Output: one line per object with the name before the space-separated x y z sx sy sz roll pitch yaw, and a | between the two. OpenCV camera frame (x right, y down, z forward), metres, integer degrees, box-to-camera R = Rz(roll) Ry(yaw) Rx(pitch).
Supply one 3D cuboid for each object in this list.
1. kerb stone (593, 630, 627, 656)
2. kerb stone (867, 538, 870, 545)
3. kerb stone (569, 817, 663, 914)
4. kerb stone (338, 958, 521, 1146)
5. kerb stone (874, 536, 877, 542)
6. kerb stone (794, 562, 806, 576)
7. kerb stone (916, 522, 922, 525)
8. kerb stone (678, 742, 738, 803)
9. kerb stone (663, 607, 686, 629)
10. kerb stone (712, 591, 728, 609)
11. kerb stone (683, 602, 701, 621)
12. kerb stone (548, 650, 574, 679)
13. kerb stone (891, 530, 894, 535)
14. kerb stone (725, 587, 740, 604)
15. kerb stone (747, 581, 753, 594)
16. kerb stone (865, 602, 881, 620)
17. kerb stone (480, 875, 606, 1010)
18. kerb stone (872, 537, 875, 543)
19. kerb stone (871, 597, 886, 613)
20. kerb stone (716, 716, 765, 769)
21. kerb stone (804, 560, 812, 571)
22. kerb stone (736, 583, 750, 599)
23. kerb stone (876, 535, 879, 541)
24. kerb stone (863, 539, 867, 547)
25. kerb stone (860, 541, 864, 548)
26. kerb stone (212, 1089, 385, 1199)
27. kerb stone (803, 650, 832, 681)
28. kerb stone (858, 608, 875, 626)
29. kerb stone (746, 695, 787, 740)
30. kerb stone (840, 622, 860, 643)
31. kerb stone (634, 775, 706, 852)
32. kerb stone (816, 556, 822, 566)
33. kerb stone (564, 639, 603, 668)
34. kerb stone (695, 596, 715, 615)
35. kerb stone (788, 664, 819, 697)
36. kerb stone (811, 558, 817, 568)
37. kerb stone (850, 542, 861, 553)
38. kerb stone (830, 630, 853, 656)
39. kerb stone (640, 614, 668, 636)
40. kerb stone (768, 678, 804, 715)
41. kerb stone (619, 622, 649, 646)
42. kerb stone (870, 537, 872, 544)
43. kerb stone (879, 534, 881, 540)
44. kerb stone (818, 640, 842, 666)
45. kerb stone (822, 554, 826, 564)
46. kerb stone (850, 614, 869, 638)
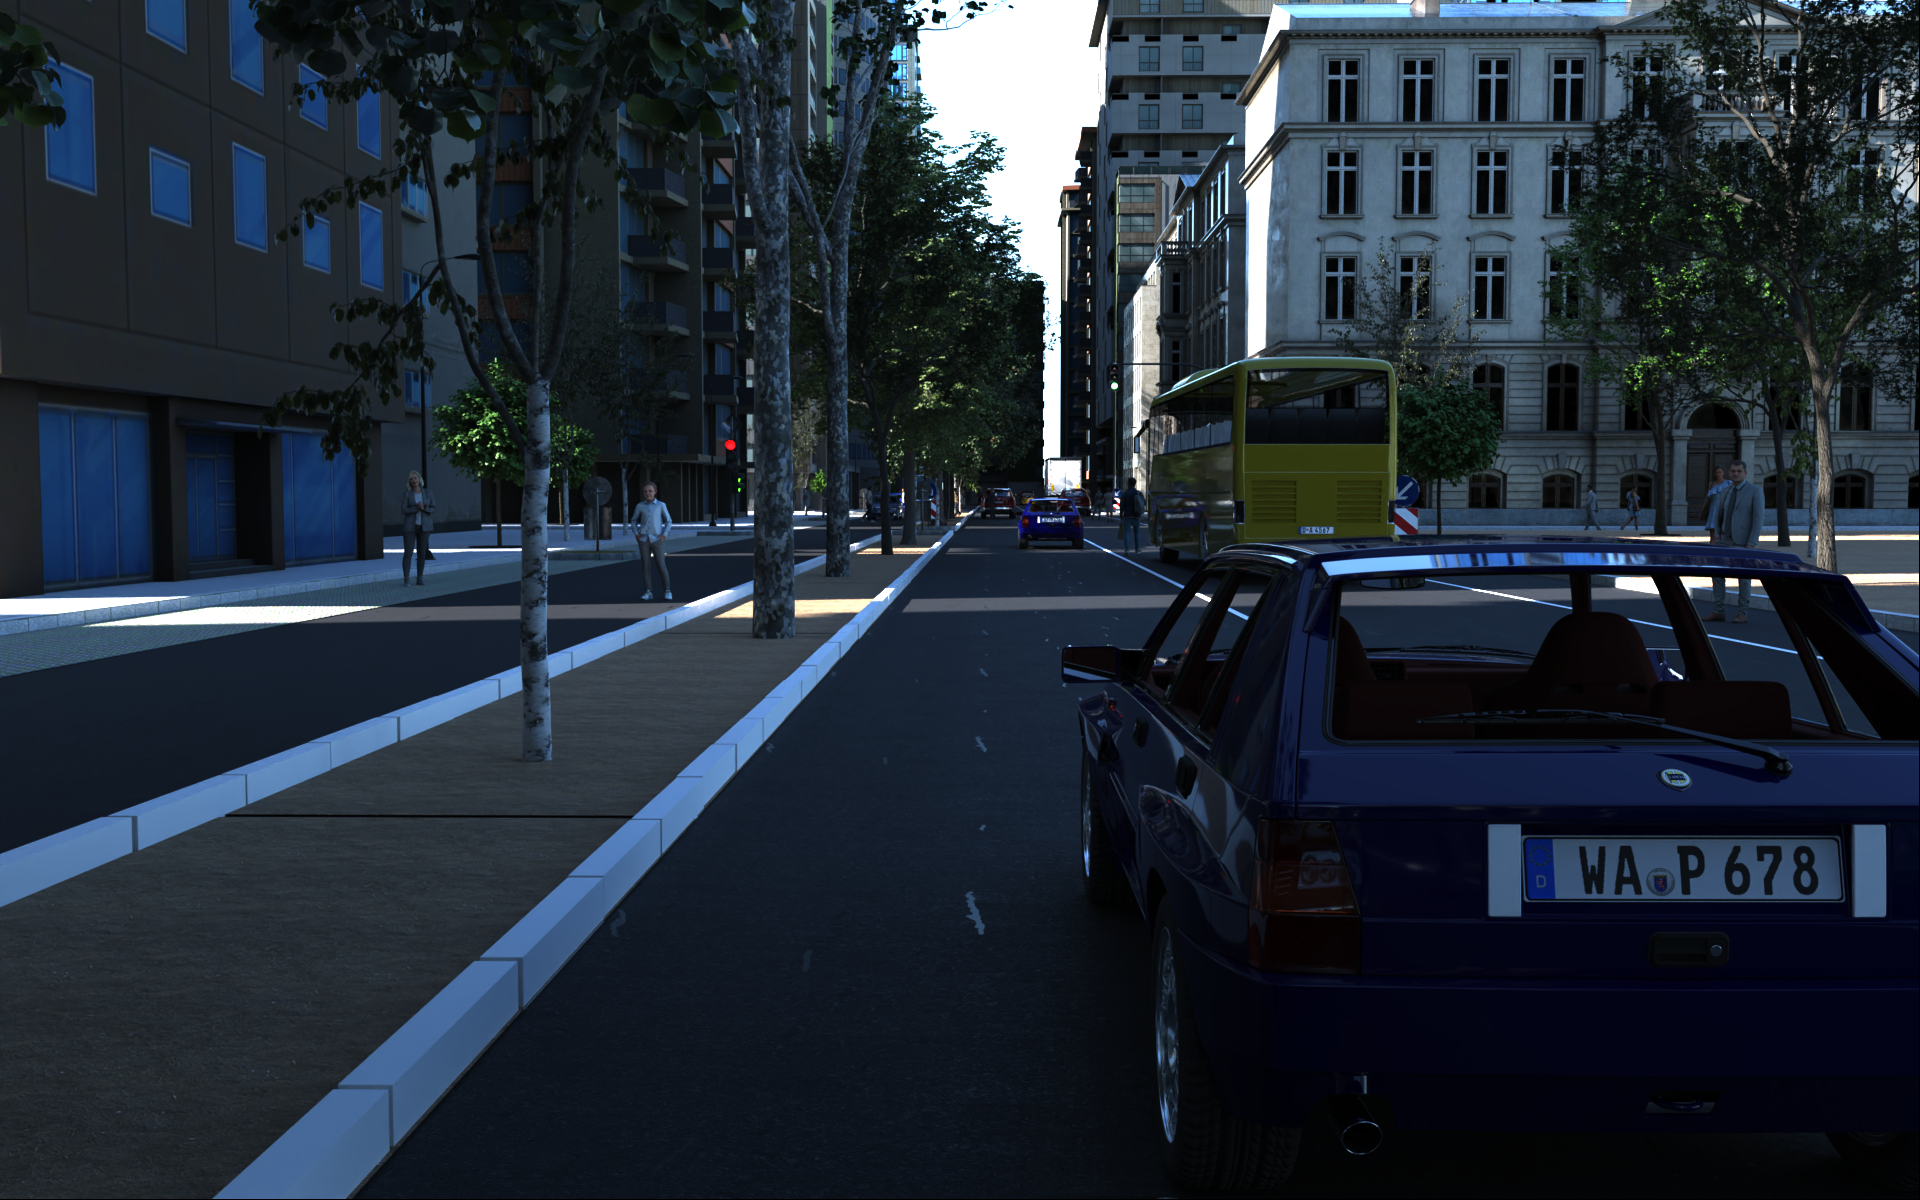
kerb stone | -3.193 0.403 15.602 0.120 0.150 1.000 0 4 1
kerb stone | -2.628 -1.541 47.391 0.120 0.150 1.000 0 4 1
kerb stone | -1.249 0.971 6.324 0.120 0.150 1.000 0 4 1
kerb stone | -1.286 1.099 4.273 0.120 0.150 1.000 0 4 1
kerb stone | -2.583 -1.725 50.460 0.120 0.150 1.000 0 4 1
kerb stone | -2.921 -0.537 30.971 0.120 0.150 1.000 0 4 1
kerb stone | -1.973 -3.828 84.780 0.120 0.150 1.000 0 4 1
kerb stone | -1.220 0.845 8.376 0.120 0.150 1.000 0 4 1
kerb stone | -3.131 0.215 18.679 0.120 0.150 1.000 0 4 1
kerb stone | -3.080 0.027 21.749 0.120 0.150 1.000 0 4 1
kerb stone | -3.115 0.156 19.701 0.120 0.150 1.000 0 4 1
kerb stone | -3.222 0.531 13.547 0.120 0.150 1.000 0 4 1
kerb stone | -2.403 -2.352 60.688 0.120 0.150 1.000 0 4 1
kerb stone | -3.064 -0.035 22.771 0.120 0.150 1.000 0 4 1
kerb stone | -3.030 -0.161 24.829 0.120 0.150 1.000 0 4 1
kerb stone | -1.018 0.157 19.628 0.120 0.150 1.000 0 4 1
kerb stone | -1.262 1.034 5.302 0.120 0.150 1.000 0 4 1
kerb stone | -2.597 -1.666 49.438 0.120 0.150 1.000 0 4 1
kerb stone | -1.000 0.097 20.651 0.120 0.150 1.000 0 4 1
kerb stone | -1.196 0.783 9.397 0.120 0.150 1.000 0 4 1
kerb stone | -2.902 -0.599 31.993 0.120 0.150 1.000 0 4 1
kerb stone | -3.046 -0.098 23.793 0.120 0.150 1.000 0 4 1
kerb stone | -2.563 -1.788 51.481 0.120 0.150 1.000 0 4 1
kerb stone | -2.653 -1.478 46.362 0.120 0.150 1.000 0 4 1
kerb stone | -2.671 -1.415 45.329 0.120 0.150 1.000 0 4 1
kerb stone | -1.304 1.164 3.252 0.120 0.150 1.000 0 4 1
kerb stone | -1.125 0.532 13.492 0.120 0.150 1.000 0 4 1
kerb stone | -1.036 0.220 18.606 0.120 0.150 1.000 0 4 1
kerb stone | -1.177 0.722 10.424 0.120 0.150 1.000 0 4 1
kerb stone | -1.074 0.345 16.559 0.120 0.150 1.000 0 4 1
kerb stone | -1.229 0.908 7.345 0.120 0.150 1.000 0 4 1
kerb stone | -2.863 -0.724 34.041 0.120 0.150 1.000 0 4 1
kerb stone | -3.201 0.466 14.580 0.120 0.150 1.000 0 4 1
kerb stone | -3.097 0.090 20.722 0.120 0.150 1.000 0 4 1
kerb stone | -1.143 0.601 12.468 0.120 0.150 1.000 0 4 1
kerb stone | -2.882 -0.662 33.019 0.120 0.150 1.000 0 4 1
kerb stone | -2.685 -1.349 44.301 0.120 0.150 1.000 0 4 1
kerb stone | -1.086 0.407 15.537 0.120 0.150 1.000 0 4 1
kerb stone | -3.159 0.278 17.649 0.120 0.150 1.000 0 4 1
kerb stone | -1.164 0.659 11.446 0.120 0.150 1.000 0 4 1
kerb stone | -3.168 0.343 16.624 0.120 0.150 1.000 0 4 1
kerb stone | -2.613 -1.604 48.416 0.120 0.150 1.000 0 4 1
kerb stone | -2.550 -1.852 52.503 0.120 0.150 1.000 0 4 1
kerb stone | -1.114 0.474 14.516 0.120 0.150 1.000 0 4 1
kerb stone | -2.845 -0.787 35.064 0.120 0.150 1.000 0 4 1
kerb stone | -1.046 0.282 17.584 0.120 0.150 1.000 0 4 1
